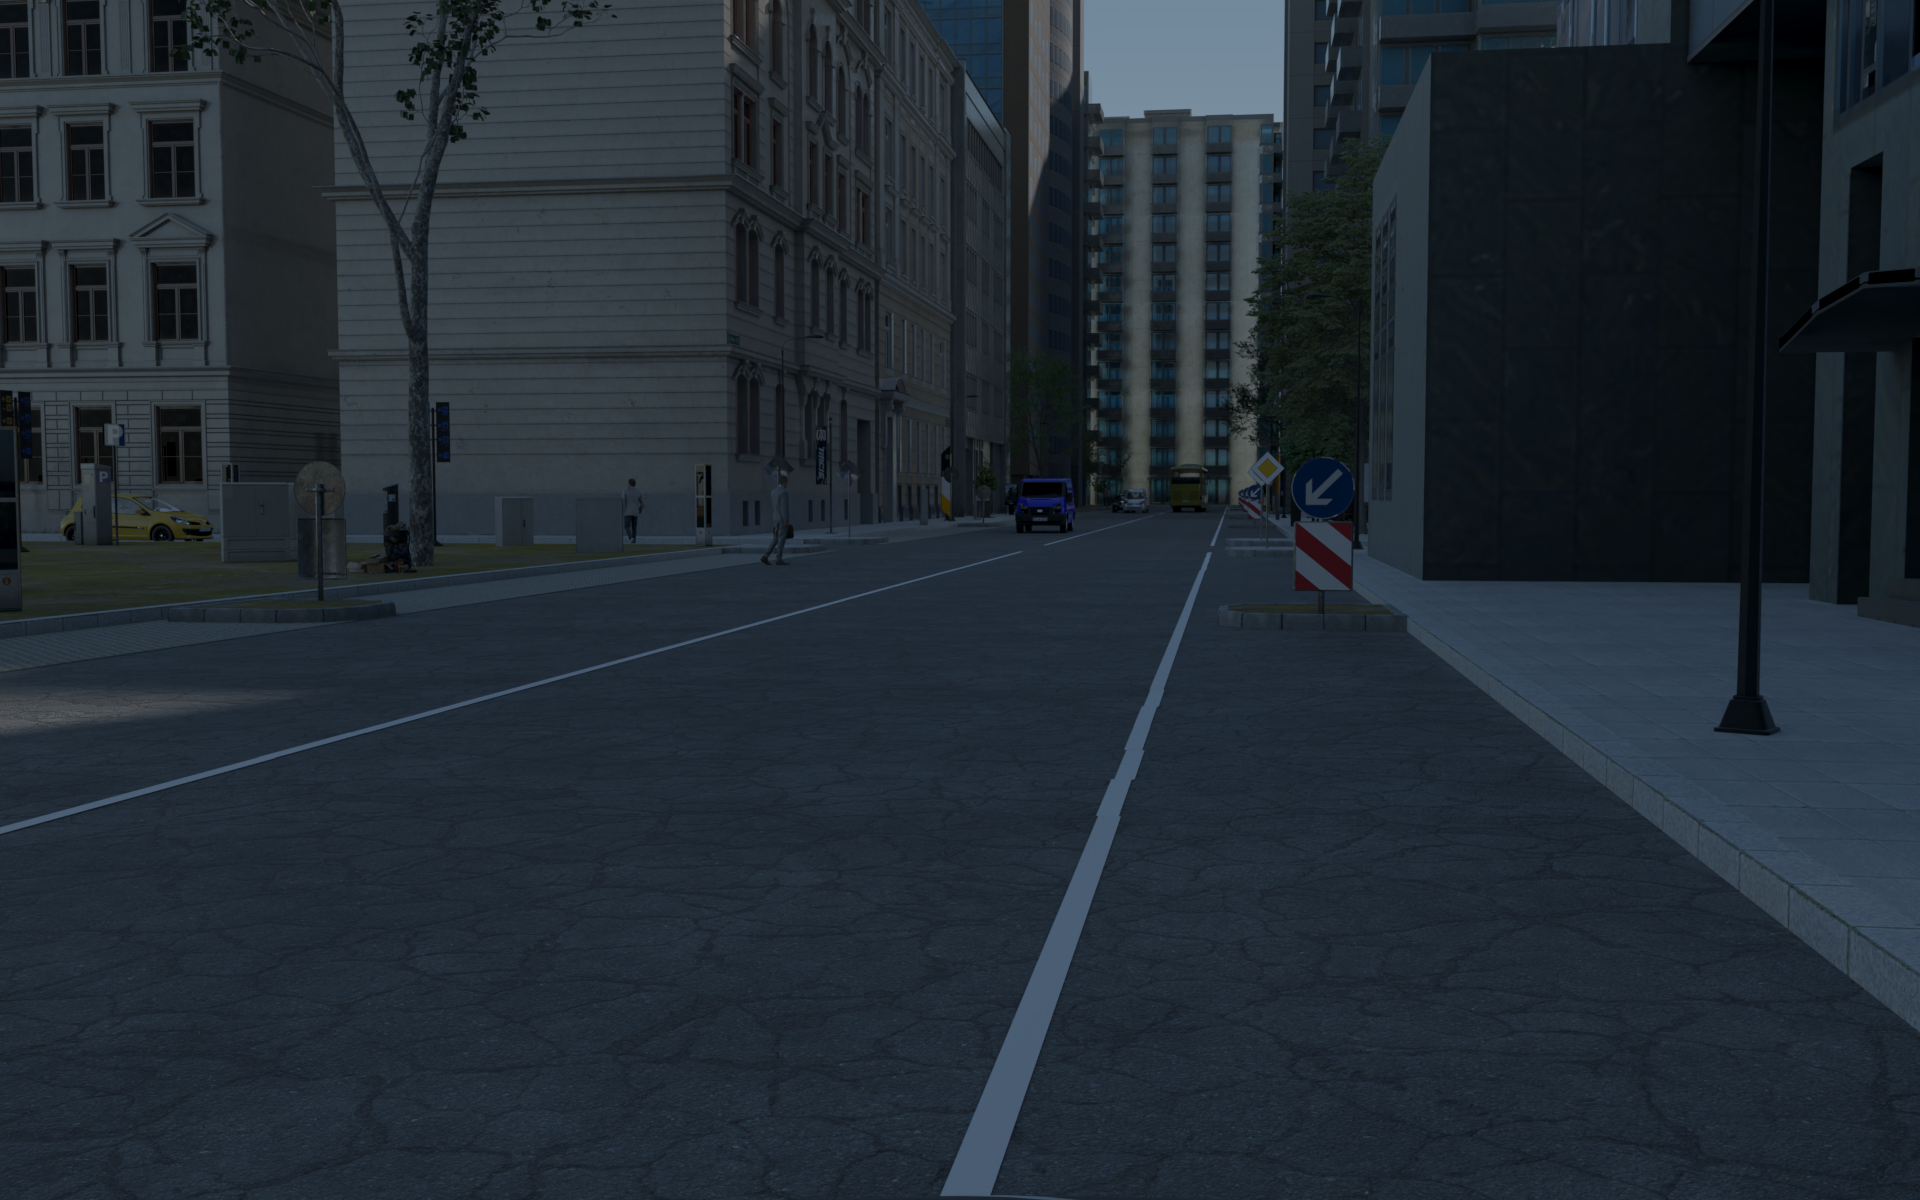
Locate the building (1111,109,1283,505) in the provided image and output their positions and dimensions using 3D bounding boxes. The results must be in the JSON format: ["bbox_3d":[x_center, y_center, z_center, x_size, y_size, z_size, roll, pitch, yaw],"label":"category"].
[{"bbox_3d":[26.016,-36.629,218.494,30.456,49.044,23.786,1,4,9],"label":"building"}]

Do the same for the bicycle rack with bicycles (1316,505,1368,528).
[{"bbox_3d":[13.395,-2.773,58.727,2.925,0.926,2.852,0,4,4],"label":"bicycle rack with bicycles"}]

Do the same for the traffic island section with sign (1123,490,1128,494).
[{"bbox_3d":[17.243,-10.417,178.948,1.989,1.847,2.006,1,4,9],"label":"traffic island section with sign"}]

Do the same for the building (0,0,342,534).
[{"bbox_3d":[-32.156,-13.757,61.079,21.152,22.565,11.583,1,4,9],"label":"building"}]

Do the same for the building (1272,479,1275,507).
[{"bbox_3d":[49.389,-29.950,181.564,32.217,40.220,23.993,1,4,9],"label":"building"}]

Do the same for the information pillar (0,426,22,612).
[{"bbox_3d":[-10.467,-0.881,18.897,0.304,2.012,0.304,-3,5,-44],"label":"information pillar"}]

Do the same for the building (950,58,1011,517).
[{"bbox_3d":[-4.156,-17.558,105.093,12.078,24.808,19.932,1,4,9],"label":"building"}]

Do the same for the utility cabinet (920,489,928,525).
[{"bbox_3d":[-1.519,-3.880,72.113,0.318,1.500,1.173,0,4,-4],"label":"utility cabinet"}]

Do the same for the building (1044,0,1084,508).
[{"bbox_3d":[-0.711,-37.422,153.853,21.231,58.520,28.212,1,4,9],"label":"building"}]

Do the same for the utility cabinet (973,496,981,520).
[{"bbox_3d":[0.858,-4.630,86.863,0.306,1.237,1.020,0,4,-5],"label":"utility cabinet"}]

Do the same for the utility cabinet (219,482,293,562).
[{"bbox_3d":[-13.271,-1.464,32.613,1.173,1.500,0.318,-2,4,-31],"label":"utility cabinet"}]

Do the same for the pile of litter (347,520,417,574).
[{"bbox_3d":[-9.481,-0.883,28.398,1.176,0.858,1.719,0,4,-8],"label":"pile of litter"}]

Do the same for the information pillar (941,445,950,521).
[{"bbox_3d":[-0.679,-5.625,83.317,0.504,3.616,0.183,-2,4,-29],"label":"information pillar"}]

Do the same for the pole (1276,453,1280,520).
[{"bbox_3d":[15.759,-5.627,85.838,0.158,3.312,0.155,0,3,0],"label":"pole"}]

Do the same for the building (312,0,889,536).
[{"bbox_3d":[-11.378,-16.893,63.583,14.401,28.519,23.554,1,4,9],"label":"building"}]

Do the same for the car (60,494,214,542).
[{"bbox_3d":[-22.968,-2.337,48.440,3.980,1.641,2.015,0,4,8],"label":"car"}]

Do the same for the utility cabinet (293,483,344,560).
[{"bbox_3d":[-12.441,-1.505,33.279,1.173,1.500,0.318,1,4,15],"label":"utility cabinet"}]

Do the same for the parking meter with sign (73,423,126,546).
[{"bbox_3d":[-21.651,-2.886,43.452,1.738,3.016,0.543,2,4,34],"label":"parking meter with sign"}]

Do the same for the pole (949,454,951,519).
[{"bbox_3d":[-0.536,-5.793,88.558,0.158,3.312,0.155,0,3,0],"label":"pole"}]

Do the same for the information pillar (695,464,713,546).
[{"bbox_3d":[-6.286,-2.325,42.501,0.304,2.012,0.304,2,4,27],"label":"information pillar"}]

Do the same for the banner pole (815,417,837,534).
[{"bbox_3d":[-4.362,-4.041,56.092,0.863,3.779,0.401,-3,5,-43],"label":"banner pole"}]

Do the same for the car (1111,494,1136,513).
[{"bbox_3d":[12.798,-7.658,134.994,2.009,1.686,4.222,1,4,8],"label":"car"}]

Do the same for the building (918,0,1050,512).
[{"bbox_3d":[-0.776,-29.520,132.765,14.600,45.320,14.200,1,4,9],"label":"building"}]

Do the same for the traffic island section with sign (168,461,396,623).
[{"bbox_3d":[-7.701,-0.700,20.072,1.989,1.847,2.006,1,4,9],"label":"traffic island section with sign"}]

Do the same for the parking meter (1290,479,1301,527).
[{"bbox_3d":[13.306,-3.842,68.526,0.399,1.863,0.255,-1,4,-11],"label":"parking meter"}]

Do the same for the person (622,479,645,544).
[{"bbox_3d":[-8.640,-2.287,45.745,0.661,1.843,0.795,-2,4,-27],"label":"person"}]

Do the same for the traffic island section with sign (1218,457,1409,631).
[{"bbox_3d":[3.875,-0.647,19.211,1.989,1.847,2.006,1,4,9],"label":"traffic island section with sign"}]

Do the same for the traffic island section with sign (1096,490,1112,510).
[{"bbox_3d":[12.943,-8.740,151.529,1.989,1.847,2.006,1,4,9],"label":"traffic island section with sign"}]

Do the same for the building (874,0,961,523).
[{"bbox_3d":[-8.090,-18.314,85.331,13.634,28.700,20.117,1,4,9],"label":"building"}]

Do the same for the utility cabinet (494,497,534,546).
[{"bbox_3d":[-11.053,-1.946,42.987,0.306,1.237,1.020,2,4,33],"label":"utility cabinet"}]

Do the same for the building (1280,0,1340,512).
[{"bbox_3d":[35.928,-36.296,135.440,21.231,58.520,28.212,1,4,9],"label":"building"}]

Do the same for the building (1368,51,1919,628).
[{"bbox_3d":[17.104,-43.040,16.372,22.319,86.520,31.000,1,4,9],"label":"building"}]

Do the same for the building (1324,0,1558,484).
[{"bbox_3d":[32.881,-29.404,100.369,23.786,49.044,30.456,1,4,9],"label":"building"}]

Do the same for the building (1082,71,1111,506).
[{"bbox_3d":[0.012,-34.805,188.665,30.456,49.044,23.786,1,4,9],"label":"building"}]

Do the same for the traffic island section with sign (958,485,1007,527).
[{"bbox_3d":[1.022,-4.098,75.636,1.989,1.847,2.006,1,4,9],"label":"traffic island section with sign"}]

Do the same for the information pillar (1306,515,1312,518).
[{"bbox_3d":[18.517,-5.335,91.714,0.304,2.012,0.304,1,4,15],"label":"information pillar"}]

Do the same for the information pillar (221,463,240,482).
[{"bbox_3d":[-17.399,-2.254,41.339,0.304,2.012,0.304,1,4,10],"label":"information pillar"}]

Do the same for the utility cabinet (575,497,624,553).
[{"bbox_3d":[-7.940,-1.650,38.143,1.020,1.237,0.306,-1,4,-12],"label":"utility cabinet"}]

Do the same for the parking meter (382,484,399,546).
[{"bbox_3d":[-13.982,-2.088,42.550,0.372,1.533,0.369,0,3,0],"label":"parking meter"}]
